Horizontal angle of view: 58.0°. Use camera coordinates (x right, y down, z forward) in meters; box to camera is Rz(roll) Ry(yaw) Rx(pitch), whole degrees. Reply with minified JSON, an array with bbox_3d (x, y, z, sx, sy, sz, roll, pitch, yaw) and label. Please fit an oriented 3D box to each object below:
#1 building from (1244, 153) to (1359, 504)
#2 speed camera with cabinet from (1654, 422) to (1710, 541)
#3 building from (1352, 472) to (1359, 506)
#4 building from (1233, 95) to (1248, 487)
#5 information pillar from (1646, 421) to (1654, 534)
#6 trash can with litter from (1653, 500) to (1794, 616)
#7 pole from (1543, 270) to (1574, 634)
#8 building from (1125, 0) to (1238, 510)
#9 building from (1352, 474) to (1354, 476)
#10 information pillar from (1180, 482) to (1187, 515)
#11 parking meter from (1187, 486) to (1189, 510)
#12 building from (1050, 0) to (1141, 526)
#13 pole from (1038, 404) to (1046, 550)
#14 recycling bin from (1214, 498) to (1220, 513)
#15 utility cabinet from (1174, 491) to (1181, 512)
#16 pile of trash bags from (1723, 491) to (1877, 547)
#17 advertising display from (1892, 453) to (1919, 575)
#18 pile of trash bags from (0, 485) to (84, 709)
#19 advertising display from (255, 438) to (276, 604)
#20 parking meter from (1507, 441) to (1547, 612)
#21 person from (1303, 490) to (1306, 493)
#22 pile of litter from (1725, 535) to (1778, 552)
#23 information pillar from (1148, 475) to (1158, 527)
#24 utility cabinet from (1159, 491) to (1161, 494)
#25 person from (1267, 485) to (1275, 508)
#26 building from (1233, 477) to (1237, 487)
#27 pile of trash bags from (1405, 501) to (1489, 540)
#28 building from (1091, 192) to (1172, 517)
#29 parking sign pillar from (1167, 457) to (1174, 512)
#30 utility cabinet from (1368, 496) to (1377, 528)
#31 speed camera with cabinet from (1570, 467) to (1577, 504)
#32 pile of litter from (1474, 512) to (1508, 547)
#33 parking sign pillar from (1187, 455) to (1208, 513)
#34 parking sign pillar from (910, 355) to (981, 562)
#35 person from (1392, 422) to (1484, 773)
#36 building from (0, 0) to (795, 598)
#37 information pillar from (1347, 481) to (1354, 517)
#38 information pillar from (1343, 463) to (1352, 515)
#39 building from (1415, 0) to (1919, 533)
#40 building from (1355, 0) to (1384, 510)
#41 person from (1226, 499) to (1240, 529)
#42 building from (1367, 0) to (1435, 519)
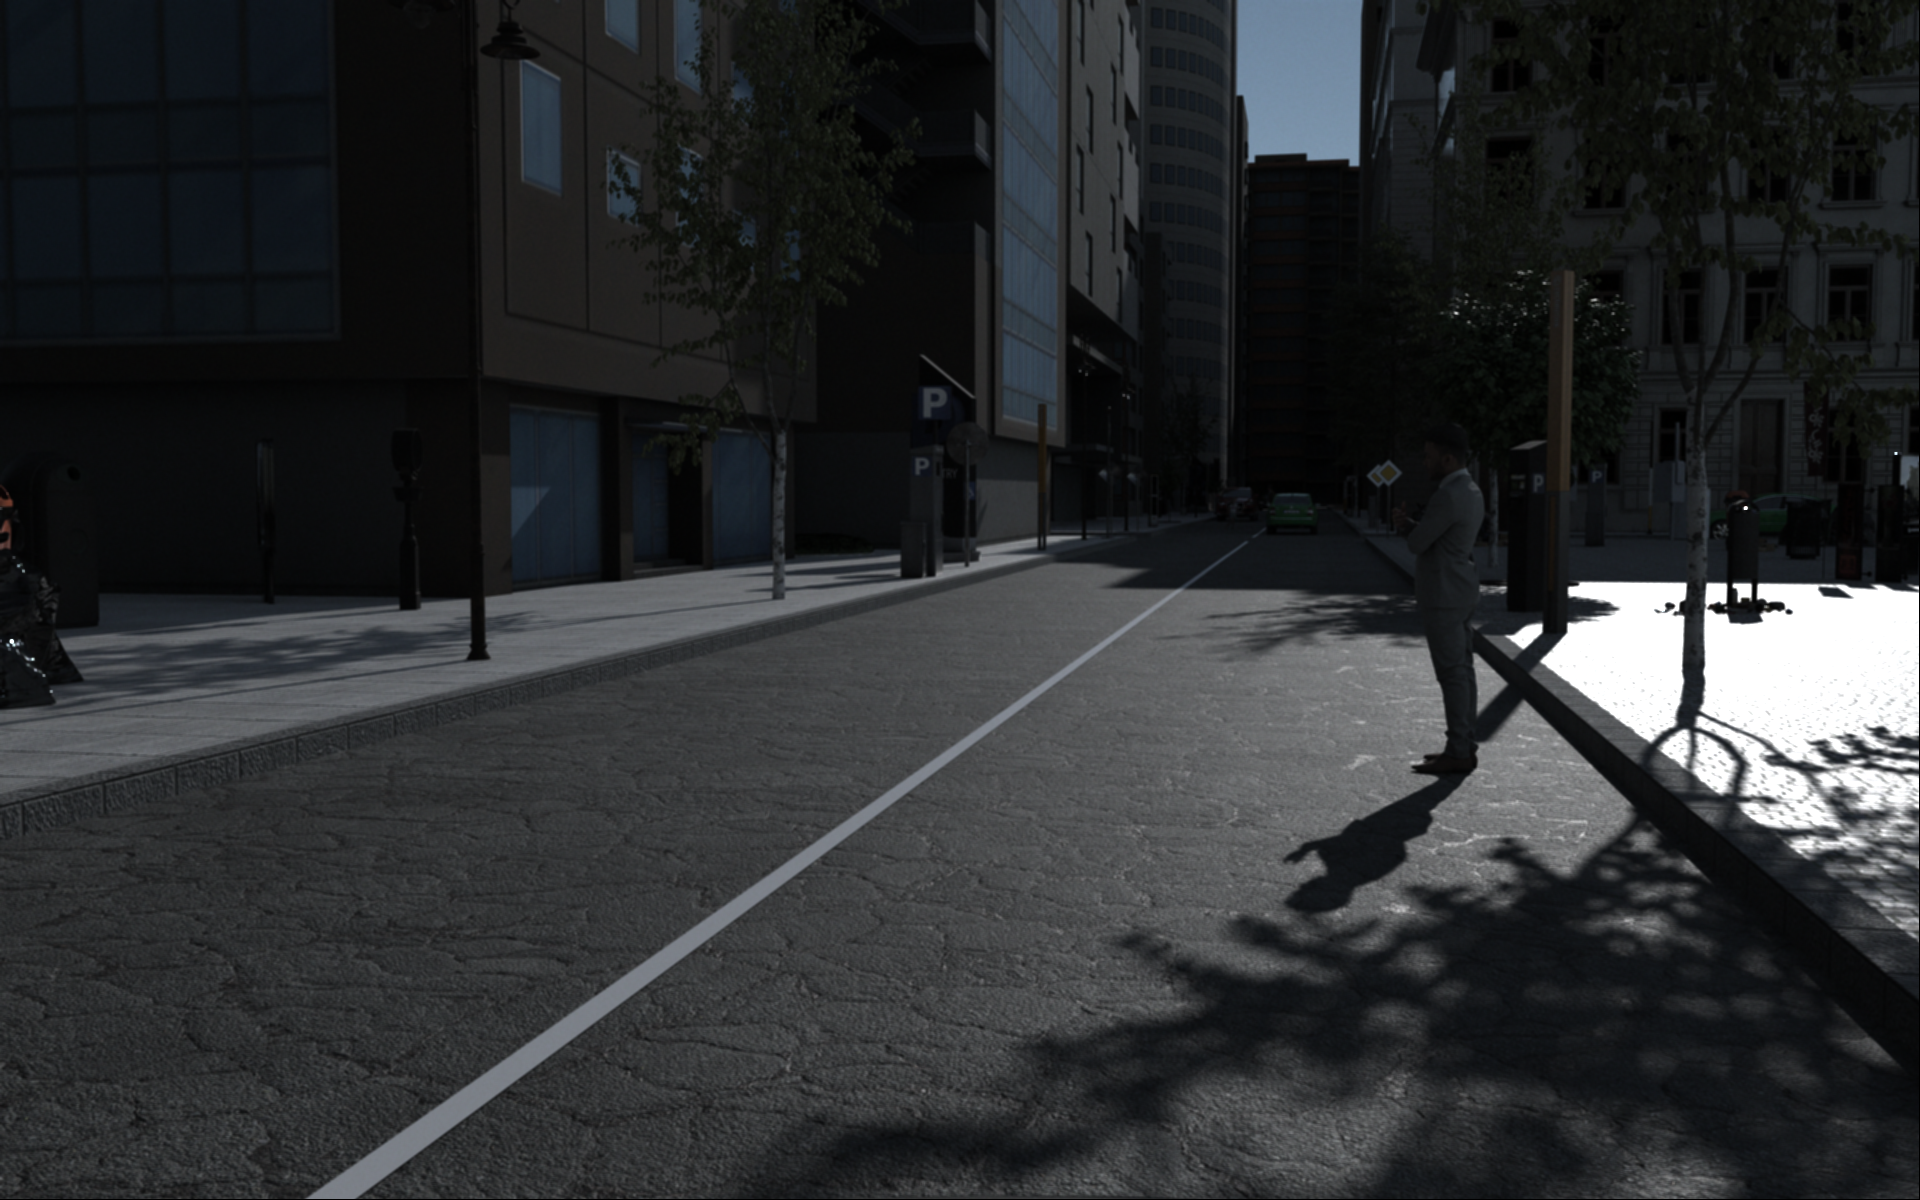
[{"bbox_3d":[40.981,-34.956,226.149,28.867,44.769,22.147,1,4,11],"label":"building"},{"bbox_3d":[20.185,-3.305,48.375,2.038,3.252,0.660,-3,4,-38],"label":"speed camera with cabinet"},{"bbox_3d":[53.646,-46.026,190.771,20.563,71.187,20.611,1,4,11],"label":"building"},{"bbox_3d":[21.674,-35.116,197.855,21.600,48.544,21.300,1,4,11],"label":"building"},{"bbox_3d":[22.114,-3.919,55.429,0.183,3.616,0.504,1,4,22],"label":"information pillar"},{"bbox_3d":[8.299,-0.489,19.050,2.233,1.210,1.678,-3,4,-36],"label":"trash can with litter"},{"bbox_3d":[5.506,-1.351,15.928,0.158,3.312,0.155,0,3,0],"label":"pole"},{"bbox_3d":[12.404,-37.089,148.407,21.231,58.520,28.212,1,4,11],"label":"building"},{"bbox_3d":[50.250,-33.426,166.129,23.786,49.044,30.456,1,4,11],"label":"building"},{"bbox_3d":[13.948,-6.328,107.953,0.304,2.012,0.304,3,4,38],"label":"information pillar"},{"bbox_3d":[16.572,-7.411,126.888,0.255,1.863,0.399,2,4,28],"label":"parking meter"},{"bbox_3d":[-6.655,-29.717,75.115,28.713,52.752,27.495,1,4,11],"label":"building"},{"bbox_3d":[1.867,-2.784,39.366,0.158,3.312,0.155,0,3,0],"label":"pole"},{"bbox_3d":[17.722,-6.428,117.653,0.722,1.027,0.722,2,4,28],"label":"recycling bin"},{"bbox_3d":[15.660,-6.989,122.951,0.318,1.500,1.173,3,5,43],"label":"utility cabinet"},{"bbox_3d":[20.818,-2.033,42.999,3.447,1.369,1.912,1,4,22],"label":"pile of trash bags"},{"bbox_3d":[15.106,-1.363,27.502,0.974,1.923,0.123,-2,4,-33],"label":"advertising display"},{"bbox_3d":[-6.823,-0.104,11.459,1.912,1.369,3.447,-1,4,-18],"label":"pile of trash bags"},{"bbox_3d":[-8.220,-0.936,20.513,0.123,1.923,0.974,-2,4,-27],"label":"advertising display"},{"bbox_3d":[6.184,-0.806,18.892,0.399,1.863,0.255,-2,4,-35],"label":"parking meter"},{"bbox_3d":[29.855,-8.658,150.190,0.705,1.807,1.348,1,4,13],"label":"person"},{"bbox_3d":[17.941,-1.546,39.235,1.719,0.858,1.176,-3,5,-44],"label":"pile of litter"},{"bbox_3d":[7.517,-3.849,67.416,0.304,2.012,0.304,-1,4,-14],"label":"information pillar"},{"bbox_3d":[15.132,-7.641,133.602,1.173,1.500,0.318,-1,4,-18],"label":"utility cabinet"},{"bbox_3d":[13.696,-4.141,76.122,0.836,1.842,0.656,-3,5,-39],"label":"person"},{"bbox_3d":[11.714,-29.599,175.818,32.217,40.220,23.993,1,4,11],"label":"building"},{"bbox_3d":[14.127,-2.313,47.566,3.447,1.369,1.912,-1,4,-9],"label":"pile of trash bags"},{"bbox_3d":[-1.382,-16.320,111.867,27.650,21.520,28.899,1,4,11],"label":"building"},{"bbox_3d":[14.930,-8.407,125.922,1.447,3.967,1.447,-1,4,-20],"label":"parking sign pillar"},{"bbox_3d":[15.912,-3.407,66.862,0.306,1.237,1.020,1,4,13],"label":"utility cabinet"},{"bbox_3d":[18.835,-3.771,55.995,2.038,3.252,0.660,1,4,11],"label":"speed camera with cabinet"},{"bbox_3d":[13.195,-1.767,42.856,1.719,0.858,1.176,-1,4,-15],"label":"pile of litter"},{"bbox_3d":[15.886,-7.796,115.941,1.447,3.967,1.447,-2,4,-34],"label":"parking sign pillar"},{"bbox_3d":[-0.323,-2.731,33.123,1.447,3.967,1.447,3,4,38],"label":"parking sign pillar"},{"bbox_3d":[2.493,-0.023,9.059,0.466,1.800,0.511,1,4,16],"label":"person"},{"bbox_3d":[-11.039,-23.099,27.784,14.600,45.320,14.200,1,4,11],"label":"building"},{"bbox_3d":[21.689,-5.615,96.302,0.304,2.012,0.304,2,4,24],"label":"information pillar"},{"bbox_3d":[24.265,-7.165,108.505,0.504,3.616,0.183,1,4,9],"label":"information pillar"},{"bbox_3d":[27.126,-13.743,60.855,21.152,22.565,11.583,1,4,11],"label":"building"},{"bbox_3d":[40.687,-30.296,145.443,14.600,45.320,14.200,1,4,11],"label":"building"},{"bbox_3d":[11.165,-3.503,70.794,0.505,1.210,0.382,-1,4,-16],"label":"person"},{"bbox_3d":[28.601,-19.436,95.275,11.434,29.767,29.804,1,4,11],"label":"building"}]
